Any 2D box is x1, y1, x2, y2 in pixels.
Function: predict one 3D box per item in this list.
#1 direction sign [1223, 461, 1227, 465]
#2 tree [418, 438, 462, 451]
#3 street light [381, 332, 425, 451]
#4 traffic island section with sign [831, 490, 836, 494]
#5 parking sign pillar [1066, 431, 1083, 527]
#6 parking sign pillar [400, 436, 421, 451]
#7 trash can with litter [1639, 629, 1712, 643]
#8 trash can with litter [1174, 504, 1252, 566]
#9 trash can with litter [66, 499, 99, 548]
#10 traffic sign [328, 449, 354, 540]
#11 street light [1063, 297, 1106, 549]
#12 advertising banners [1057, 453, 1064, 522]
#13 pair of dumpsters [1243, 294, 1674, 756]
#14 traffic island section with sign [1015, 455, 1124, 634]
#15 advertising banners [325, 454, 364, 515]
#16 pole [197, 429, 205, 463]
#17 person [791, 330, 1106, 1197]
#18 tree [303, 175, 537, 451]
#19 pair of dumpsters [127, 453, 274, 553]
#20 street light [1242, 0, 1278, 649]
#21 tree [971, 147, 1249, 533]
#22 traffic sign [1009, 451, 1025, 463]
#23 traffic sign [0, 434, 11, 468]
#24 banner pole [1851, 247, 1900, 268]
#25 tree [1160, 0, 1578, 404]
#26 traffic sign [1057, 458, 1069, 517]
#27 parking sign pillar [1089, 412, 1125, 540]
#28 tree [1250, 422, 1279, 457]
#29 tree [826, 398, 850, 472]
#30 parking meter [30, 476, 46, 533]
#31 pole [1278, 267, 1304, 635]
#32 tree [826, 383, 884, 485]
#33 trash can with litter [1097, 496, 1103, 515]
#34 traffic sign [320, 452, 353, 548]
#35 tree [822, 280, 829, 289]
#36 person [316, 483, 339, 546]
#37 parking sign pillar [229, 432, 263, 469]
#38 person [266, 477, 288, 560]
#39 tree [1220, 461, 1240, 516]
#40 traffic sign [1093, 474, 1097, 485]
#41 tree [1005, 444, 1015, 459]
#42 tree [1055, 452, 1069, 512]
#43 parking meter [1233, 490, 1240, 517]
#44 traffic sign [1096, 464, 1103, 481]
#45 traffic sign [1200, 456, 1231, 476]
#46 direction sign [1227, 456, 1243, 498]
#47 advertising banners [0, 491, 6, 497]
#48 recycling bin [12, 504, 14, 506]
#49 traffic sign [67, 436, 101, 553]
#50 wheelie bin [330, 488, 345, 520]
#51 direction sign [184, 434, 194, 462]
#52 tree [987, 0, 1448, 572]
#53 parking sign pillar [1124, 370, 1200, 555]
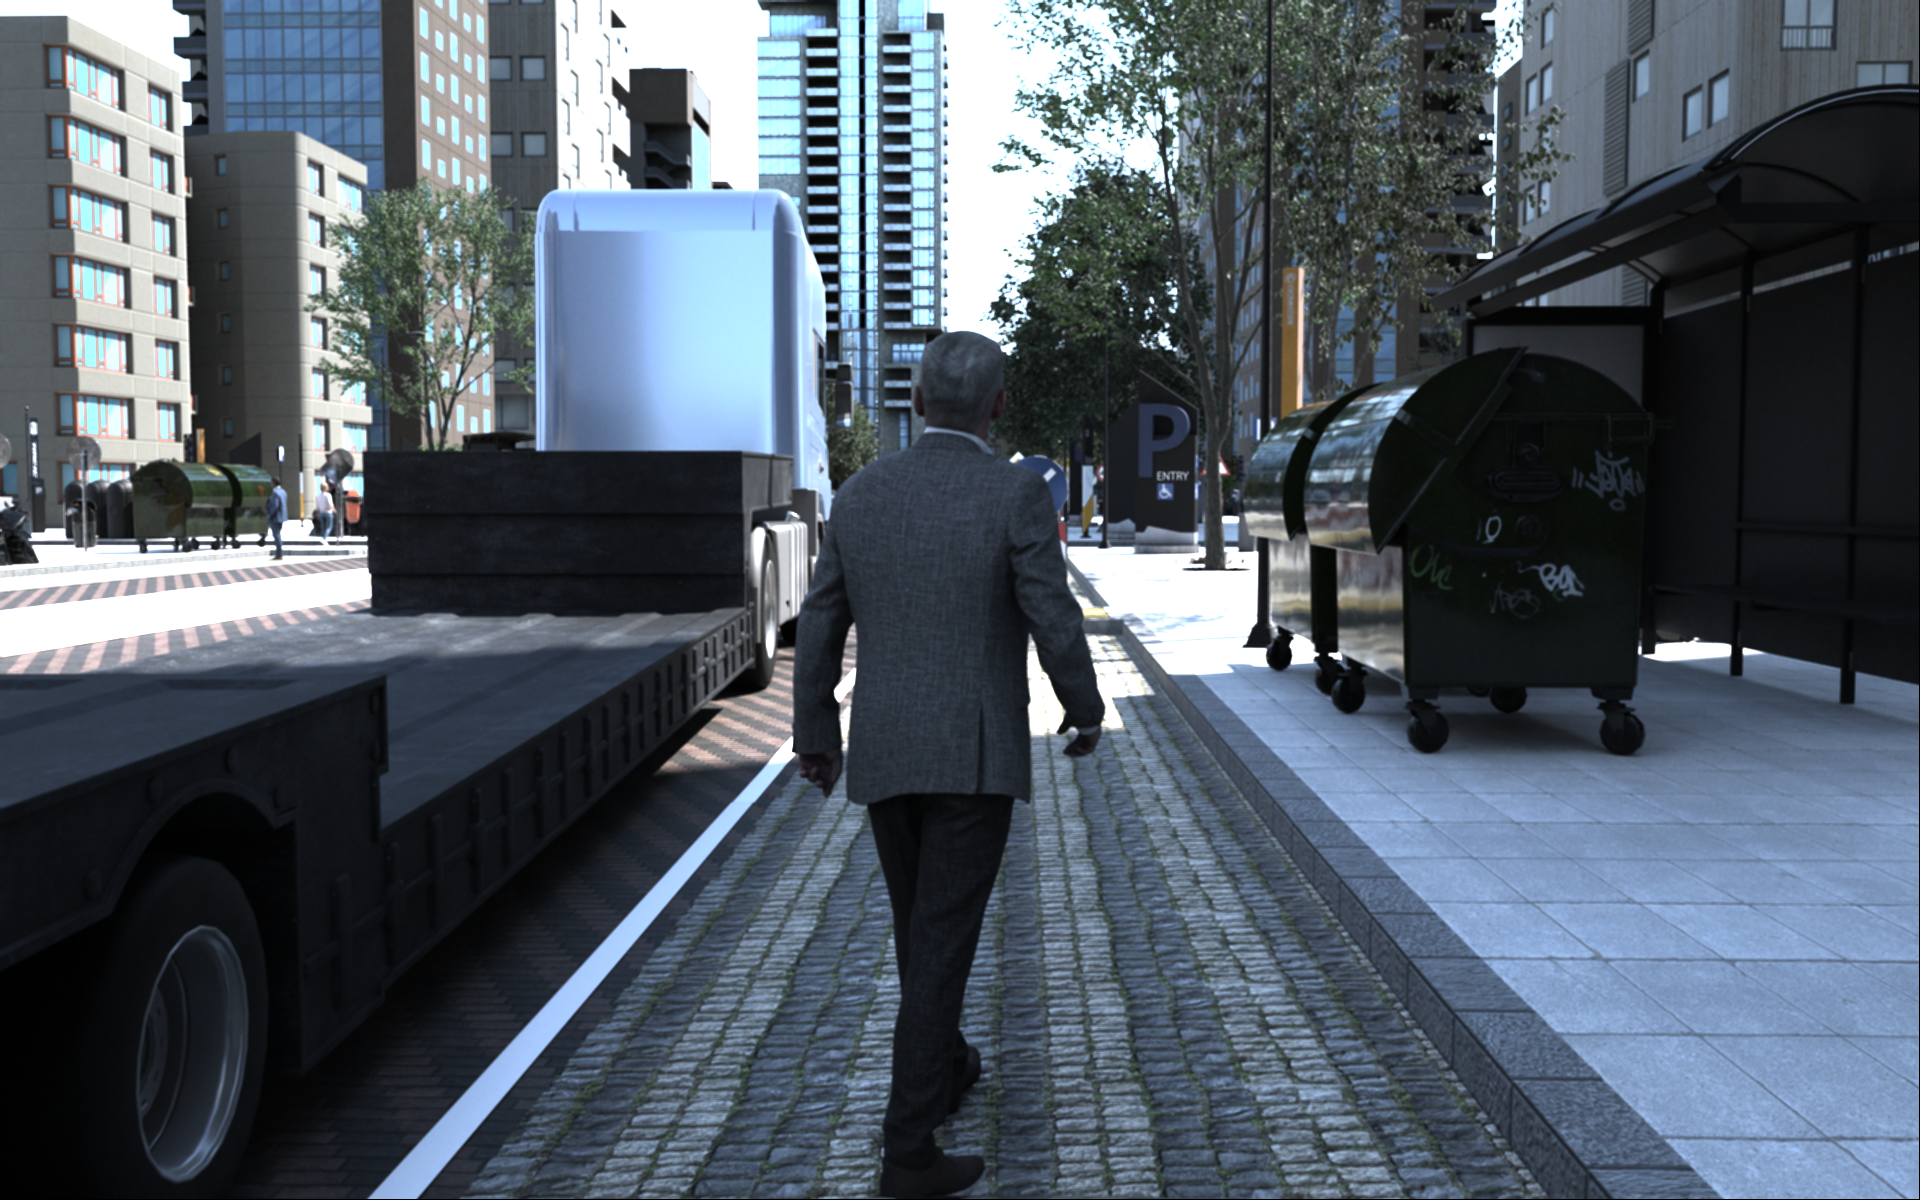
[{"bbox_3d":[18.287,-7.678,117.537,0.876,3.537,0.379,0,4,-6],"label":"direction sign"},{"bbox_3d":[-28.934,-6.910,96.693,4.285,4.588,4.351,0,3,0],"label":"tree"},{"bbox_3d":[-16.010,-4.722,49.753,1.470,5.913,1.316,0,4,2],"label":"street light"},{"bbox_3d":[-11.064,-8.704,150.939,1.989,1.847,2.006,0,4,2],"label":"traffic island section with sign"},{"bbox_3d":[4.727,-4.867,68.044,1.447,3.967,1.447,2,4,26],"label":"parking sign pillar"},{"bbox_3d":[-25.553,-5.681,81.357,1.447,3.967,1.447,-3,5,-43],"label":"parking sign pillar"},{"bbox_3d":[6.369,-0.231,15.162,1.055,1.170,0.624,0,4,-1],"label":"trash can with litter"},{"bbox_3d":[4.835,-1.292,32.181,1.678,1.210,2.233,1,4,17],"label":"trash can with litter"},{"bbox_3d":[-20.868,-1.824,41.210,0.624,1.170,1.055,-1,4,-21],"label":"trash can with litter"},{"bbox_3d":[-17.387,-2.968,48.641,0.768,2.556,0.104,0,4,7],"label":"traffic sign"},{"bbox_3d":[2.833,-4.137,40.188,1.470,5.913,1.316,0,4,2],"label":"street light"},{"bbox_3d":[4.291,-4.787,74.462,0.090,3.025,2.074,0,4,-6],"label":"advertising banners"},{"bbox_3d":[2.792,-0.490,10.506,1.574,2.255,4.437,0,4,2],"label":"pair of dumpsters"},{"bbox_3d":[0.704,-0.607,18.555,1.989,1.847,2.006,0,4,2],"label":"traffic island section with sign"},{"bbox_3d":[-26.516,-4.844,75.382,2.074,3.025,0.090,-2,4,-27],"label":"advertising banners"},{"bbox_3d":[-23.729,-3.691,54.189,0.158,3.312,0.155,0,3,0],"label":"pole"},{"bbox_3d":[-0.004,0.313,3.775,0.661,1.777,0.834,1,4,20],"label":"person"},{"bbox_3d":[-16.792,-7.937,55.532,9.928,11.665,9.643,0,3,0],"label":"tree"},{"bbox_3d":[-17.184,-2.256,39.387,1.574,2.255,4.437,0,4,2],"label":"pair of dumpsters"},{"bbox_3d":[2.006,-2.559,14.386,1.470,5.913,1.316,0,4,2],"label":"street light"},{"bbox_3d":[4.936,-8.591,57.475,9.611,12.733,9.660,0,3,0],"label":"tree"},{"bbox_3d":[1.368,-2.265,40.669,0.795,2.450,0.064,0,4,2],"label":"traffic sign"},{"bbox_3d":[-19.965,-2.182,35.785,0.768,2.556,0.104,0,4,5],"label":"traffic sign"},{"bbox_3d":[7.044,-1.427,13.354,0.863,3.779,0.401,-2,4,-34],"label":"banner pole"},{"bbox_3d":[4.198,-4.173,18.587,4.360,8.622,3.978,0,3,0],"label":"tree"},{"bbox_3d":[6.086,-6.275,96.476,2.265,3.308,0.079,0,4,6],"label":"traffic sign"},{"bbox_3d":[4.711,-3.672,48.502,1.447,3.967,1.447,-2,4,-34],"label":"parking sign pillar"},{"bbox_3d":[13.617,-5.389,71.822,4.285,4.588,4.351,0,3,0],"label":"tree"},{"bbox_3d":[-13.562,-13.525,155.545,8.767,10.594,7.601,1,4,11],"label":"tree"},{"bbox_3d":[-30.118,-3.113,56.604,0.255,1.863,0.399,3,5,44],"label":"parking meter"},{"bbox_3d":[3.013,-1.340,15.746,0.158,3.312,0.155,0,3,0],"label":"pole"},{"bbox_3d":[-13.384,-15.369,168.287,9.611,12.733,9.660,0,3,0],"label":"tree"},{"bbox_3d":[8.591,-5.767,105.671,0.624,1.170,1.055,-1,4,-16],"label":"trash can with litter"},{"bbox_3d":[-14.818,-2.297,41.197,0.795,2.450,0.064,0,4,2],"label":"traffic sign"},{"bbox_3d":[-16.076,-16.506,125.768,12.611,20.169,13.585,0,3,0],"label":"tree"},{"bbox_3d":[-17.159,-2.306,46.871,0.731,1.740,0.598,0,4,4],"label":"person"},{"bbox_3d":[-30.739,-5.268,74.597,1.447,3.967,1.447,-1,4,-19],"label":"parking sign pillar"},{"bbox_3d":[-14.676,-1.746,37.234,0.419,1.800,0.721,-1,4,-9],"label":"person"},{"bbox_3d":[15.234,-6.476,100.480,1.663,3.219,1.824,0,3,0],"label":"tree"},{"bbox_3d":[8.096,-6.543,107.084,0.768,2.556,0.104,0,4,4],"label":"traffic sign"},{"bbox_3d":[9.475,-17.995,200.868,9.857,13.997,8.962,0,3,0],"label":"tree"},{"bbox_3d":[5.656,-8.725,93.016,4.737,8.622,4.395,0,3,0],"label":"tree"},{"bbox_3d":[15.536,-5.443,97.404,0.372,1.533,0.369,0,3,0],"label":"parking meter"},{"bbox_3d":[5.982,-4.356,71.330,0.768,2.556,0.104,0,4,5],"label":"traffic sign"},{"bbox_3d":[7.346,-3.049,49.862,0.884,2.594,0.081,0,4,4],"label":"traffic sign"},{"bbox_3d":[16.342,-6.731,102.051,0.379,3.537,0.876,-3,4,-37],"label":"direction sign"},{"bbox_3d":[-35.270,-4.028,62.050,0.090,3.025,2.074,2,4,34],"label":"advertising banners"},{"bbox_3d":[-23.389,-1.800,41.991,0.722,1.027,0.722,-1,4,-17],"label":"recycling bin"},{"bbox_3d":[-19.124,-2.306,37.817,0.768,2.556,0.104,0,4,3],"label":"traffic sign"},{"bbox_3d":[-30.359,-4.690,84.593,0.693,1.594,0.980,3,4,38],"label":"wheelie bin"},{"bbox_3d":[-29.089,-4.489,65.385,0.379,3.537,0.876,-3,5,-43],"label":"direction sign"},{"bbox_3d":[4.290,-6.304,28.829,9.928,11.665,9.643,0,3,0],"label":"tree"},{"bbox_3d":[4.459,-2.987,37.311,1.447,3.967,1.447,1,4,17],"label":"parking sign pillar"}]
